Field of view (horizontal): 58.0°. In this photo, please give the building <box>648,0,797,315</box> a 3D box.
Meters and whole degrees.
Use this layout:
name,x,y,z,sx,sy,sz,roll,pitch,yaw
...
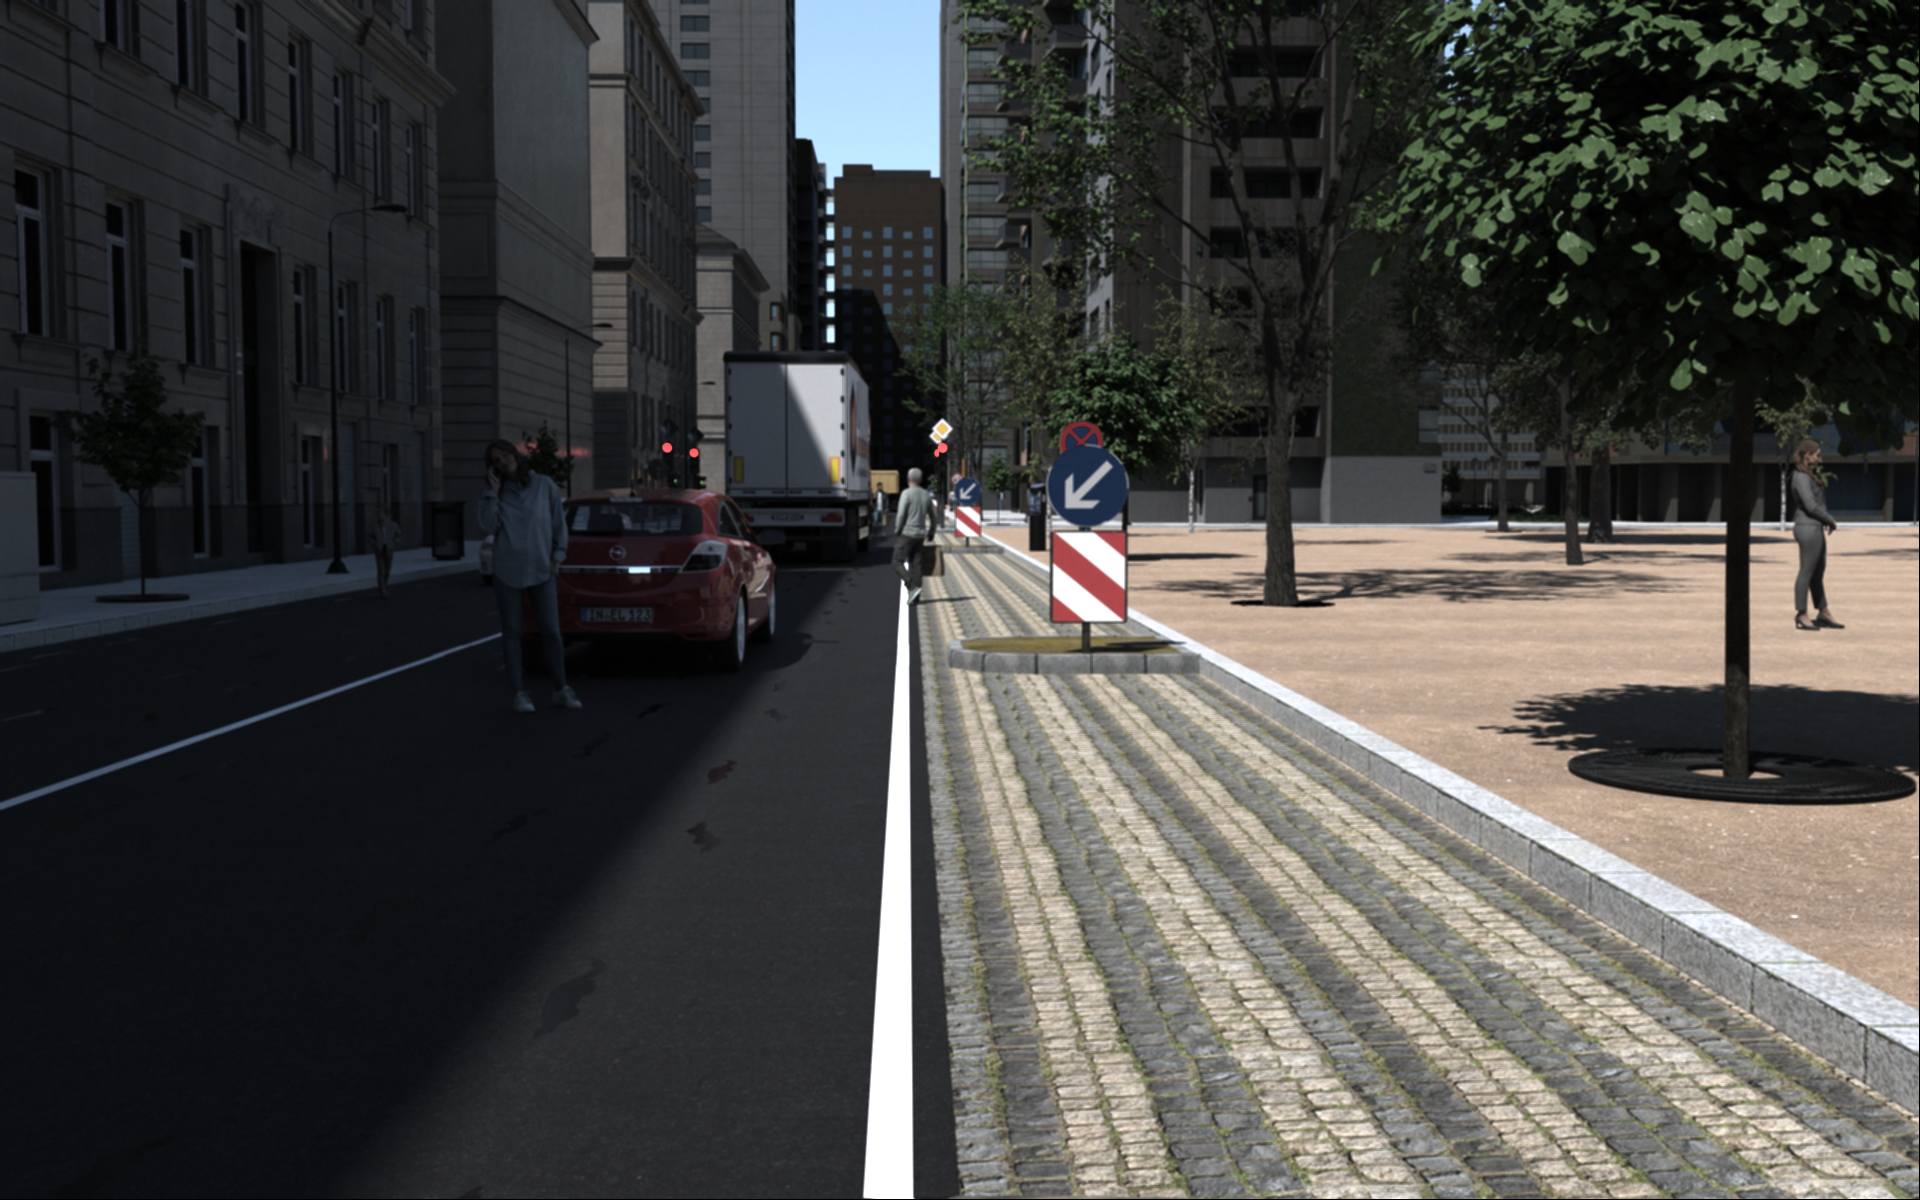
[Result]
name,x,y,z,sx,sy,sz,roll,pitch,yaw
building,-25.835,-45.675,185.030,20.563,71.187,20.611,0,4,-2

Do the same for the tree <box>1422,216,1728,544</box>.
name,x,y,z,sx,sy,sz,roll,pitch,yaw
tree,16.719,-8.435,44.576,9.857,13.997,8.962,0,3,0

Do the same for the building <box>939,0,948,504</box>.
name,x,y,z,sx,sy,sz,roll,pitch,yaw
building,7.506,-49.124,241.434,20.611,71.187,20.563,0,4,-2

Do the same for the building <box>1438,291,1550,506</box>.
name,x,y,z,sx,sy,sz,roll,pitch,yaw
building,58.329,-31.496,206.834,23.993,40.220,32.217,0,4,-2

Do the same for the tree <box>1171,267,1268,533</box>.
name,x,y,z,sx,sy,sz,roll,pitch,yaw
tree,7.856,-6.545,57.373,4.737,8.622,4.395,0,3,0

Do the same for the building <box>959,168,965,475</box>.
name,x,y,z,sx,sy,sz,roll,pitch,yaw
building,6.875,-23.516,156.184,14.160,30.474,14.107,0,4,-2

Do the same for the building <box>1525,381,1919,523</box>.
name,x,y,z,sx,sy,sz,roll,pitch,yaw
building,44.078,-26.393,86.158,28.867,44.769,22.147,0,4,-2

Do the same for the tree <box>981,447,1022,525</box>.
name,x,y,z,sx,sy,sz,roll,pitch,yaw
tree,1.580,-4.705,71.530,1.663,3.219,1.824,0,3,0

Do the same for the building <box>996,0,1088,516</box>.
name,x,y,z,sx,sy,sz,roll,pitch,yaw
building,13.638,-27.882,110.489,22.147,44.769,28.867,0,4,-2

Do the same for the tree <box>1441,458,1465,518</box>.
name,x,y,z,sx,sy,sz,roll,pitch,yaw
tree,26.345,-5.986,92.466,1.663,3.219,1.824,0,3,0

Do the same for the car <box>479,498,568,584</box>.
name,x,y,z,sx,sy,sz,roll,pitch,yaw
car,-6.707,-1.032,29.234,2.083,1.381,4.827,0,4,0

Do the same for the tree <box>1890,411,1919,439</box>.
name,x,y,z,sx,sy,sz,roll,pitch,yaw
tree,27.837,-6.063,49.497,4.360,8.622,3.978,0,3,0

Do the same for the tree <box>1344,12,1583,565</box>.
name,x,y,z,sx,sy,sz,roll,pitch,yaw
tree,10.823,-5.917,31.161,7.601,10.594,8.767,2,4,32

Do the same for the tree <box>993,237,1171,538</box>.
name,x,y,z,sx,sy,sz,roll,pitch,yaw
tree,2.760,-6.102,50.137,4.737,8.622,4.395,0,3,0

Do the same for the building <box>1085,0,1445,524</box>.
name,x,y,z,sx,sy,sz,roll,pitch,yaw
building,13.398,-18.830,79.580,14.107,30.474,14.160,0,4,-2

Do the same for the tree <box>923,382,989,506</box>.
name,x,y,z,sx,sy,sz,roll,pitch,yaw
tree,-0.201,-9.934,112.782,4.360,8.622,3.978,0,3,0

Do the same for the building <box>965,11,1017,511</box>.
name,x,y,z,sx,sy,sz,roll,pitch,yaw
building,7.339,-27.920,140.093,14.154,41.232,14.086,0,4,-2

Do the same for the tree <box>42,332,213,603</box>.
name,x,y,z,sx,sy,sz,roll,pitch,yaw
tree,-9.735,-1.601,20.773,1.663,3.219,1.824,0,3,0

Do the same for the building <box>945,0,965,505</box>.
name,x,y,z,sx,sy,sz,roll,pitch,yaw
building,8.778,-40.669,206.929,21.231,58.520,28.212,0,4,-2

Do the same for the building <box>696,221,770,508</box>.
name,x,y,z,sx,sy,sz,roll,pitch,yaw
building,-19.711,-16.319,117.729,10.553,20.767,40.483,0,4,-2

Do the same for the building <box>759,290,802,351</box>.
name,x,y,z,sx,sy,sz,roll,pitch,yaw
building,-29.400,-19.327,161.040,27.650,21.520,28.899,0,4,-2

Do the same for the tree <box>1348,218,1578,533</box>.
name,x,y,z,sx,sy,sz,roll,pitch,yaw
tree,18.111,-9.018,57.821,12.009,13.543,11.850,0,3,0

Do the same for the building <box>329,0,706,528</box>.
name,x,y,z,sx,sy,sz,roll,pitch,yaw
building,-19.904,-17.544,84.113,12.463,27.353,25.104,0,4,-2

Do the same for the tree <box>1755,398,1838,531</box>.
name,x,y,z,sx,sy,sz,roll,pitch,yaw
tree,28.488,-6.675,59.505,4.737,8.622,4.395,0,3,0

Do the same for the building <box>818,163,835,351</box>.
name,x,y,z,sx,sy,sz,roll,pitch,yaw
building,-32.556,-38.067,242.009,30.456,49.044,23.786,0,4,-2

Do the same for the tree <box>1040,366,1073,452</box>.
name,x,y,z,sx,sy,sz,roll,pitch,yaw
tree,6.523,-8.797,94.191,4.360,8.622,3.978,0,3,0

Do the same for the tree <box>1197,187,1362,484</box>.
name,x,y,z,sx,sy,sz,roll,pitch,yaw
tree,7.896,-5.628,42.379,4.360,8.622,3.978,0,3,0

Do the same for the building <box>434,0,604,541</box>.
name,x,y,z,sx,sy,sz,roll,pitch,yaw
building,-27.094,-13.493,53.901,30.059,22.955,16.112,0,4,-2

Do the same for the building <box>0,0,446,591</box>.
name,x,y,z,sx,sy,sz,roll,pitch,yaw
building,-17.987,-14.225,29.841,12.463,27.353,25.104,0,4,-2

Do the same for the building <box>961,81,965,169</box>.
name,x,y,z,sx,sy,sz,roll,pitch,yaw
building,11.415,-34.153,178.005,23.786,49.044,30.456,0,4,-2

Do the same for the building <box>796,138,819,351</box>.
name,x,y,z,sx,sy,sz,roll,pitch,yaw
building,-24.930,-34.489,214.009,14.200,45.320,14.600,0,4,-2

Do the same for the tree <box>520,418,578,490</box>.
name,x,y,z,sx,sy,sz,roll,pitch,yaw
tree,-10.550,-3.045,44.385,1.663,3.219,1.824,0,3,0

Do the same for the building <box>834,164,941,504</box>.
name,x,y,z,sx,sy,sz,roll,pitch,yaw
building,-9.853,-35.962,238.089,14.200,45.320,14.600,0,4,-2

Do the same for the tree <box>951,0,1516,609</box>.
name,x,y,z,sx,sy,sz,roll,pitch,yaw
tree,3.749,-5.748,19.727,9.928,11.665,9.643,0,3,0

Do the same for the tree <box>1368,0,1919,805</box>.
name,x,y,z,sx,sy,sz,roll,pitch,yaw
tree,3.594,-1.466,7.680,4.285,4.588,4.351,0,3,0

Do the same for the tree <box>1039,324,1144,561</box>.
name,x,y,z,sx,sy,sz,roll,pitch,yaw
tree,3.229,-3.052,33.612,4.285,4.588,4.351,0,3,0
